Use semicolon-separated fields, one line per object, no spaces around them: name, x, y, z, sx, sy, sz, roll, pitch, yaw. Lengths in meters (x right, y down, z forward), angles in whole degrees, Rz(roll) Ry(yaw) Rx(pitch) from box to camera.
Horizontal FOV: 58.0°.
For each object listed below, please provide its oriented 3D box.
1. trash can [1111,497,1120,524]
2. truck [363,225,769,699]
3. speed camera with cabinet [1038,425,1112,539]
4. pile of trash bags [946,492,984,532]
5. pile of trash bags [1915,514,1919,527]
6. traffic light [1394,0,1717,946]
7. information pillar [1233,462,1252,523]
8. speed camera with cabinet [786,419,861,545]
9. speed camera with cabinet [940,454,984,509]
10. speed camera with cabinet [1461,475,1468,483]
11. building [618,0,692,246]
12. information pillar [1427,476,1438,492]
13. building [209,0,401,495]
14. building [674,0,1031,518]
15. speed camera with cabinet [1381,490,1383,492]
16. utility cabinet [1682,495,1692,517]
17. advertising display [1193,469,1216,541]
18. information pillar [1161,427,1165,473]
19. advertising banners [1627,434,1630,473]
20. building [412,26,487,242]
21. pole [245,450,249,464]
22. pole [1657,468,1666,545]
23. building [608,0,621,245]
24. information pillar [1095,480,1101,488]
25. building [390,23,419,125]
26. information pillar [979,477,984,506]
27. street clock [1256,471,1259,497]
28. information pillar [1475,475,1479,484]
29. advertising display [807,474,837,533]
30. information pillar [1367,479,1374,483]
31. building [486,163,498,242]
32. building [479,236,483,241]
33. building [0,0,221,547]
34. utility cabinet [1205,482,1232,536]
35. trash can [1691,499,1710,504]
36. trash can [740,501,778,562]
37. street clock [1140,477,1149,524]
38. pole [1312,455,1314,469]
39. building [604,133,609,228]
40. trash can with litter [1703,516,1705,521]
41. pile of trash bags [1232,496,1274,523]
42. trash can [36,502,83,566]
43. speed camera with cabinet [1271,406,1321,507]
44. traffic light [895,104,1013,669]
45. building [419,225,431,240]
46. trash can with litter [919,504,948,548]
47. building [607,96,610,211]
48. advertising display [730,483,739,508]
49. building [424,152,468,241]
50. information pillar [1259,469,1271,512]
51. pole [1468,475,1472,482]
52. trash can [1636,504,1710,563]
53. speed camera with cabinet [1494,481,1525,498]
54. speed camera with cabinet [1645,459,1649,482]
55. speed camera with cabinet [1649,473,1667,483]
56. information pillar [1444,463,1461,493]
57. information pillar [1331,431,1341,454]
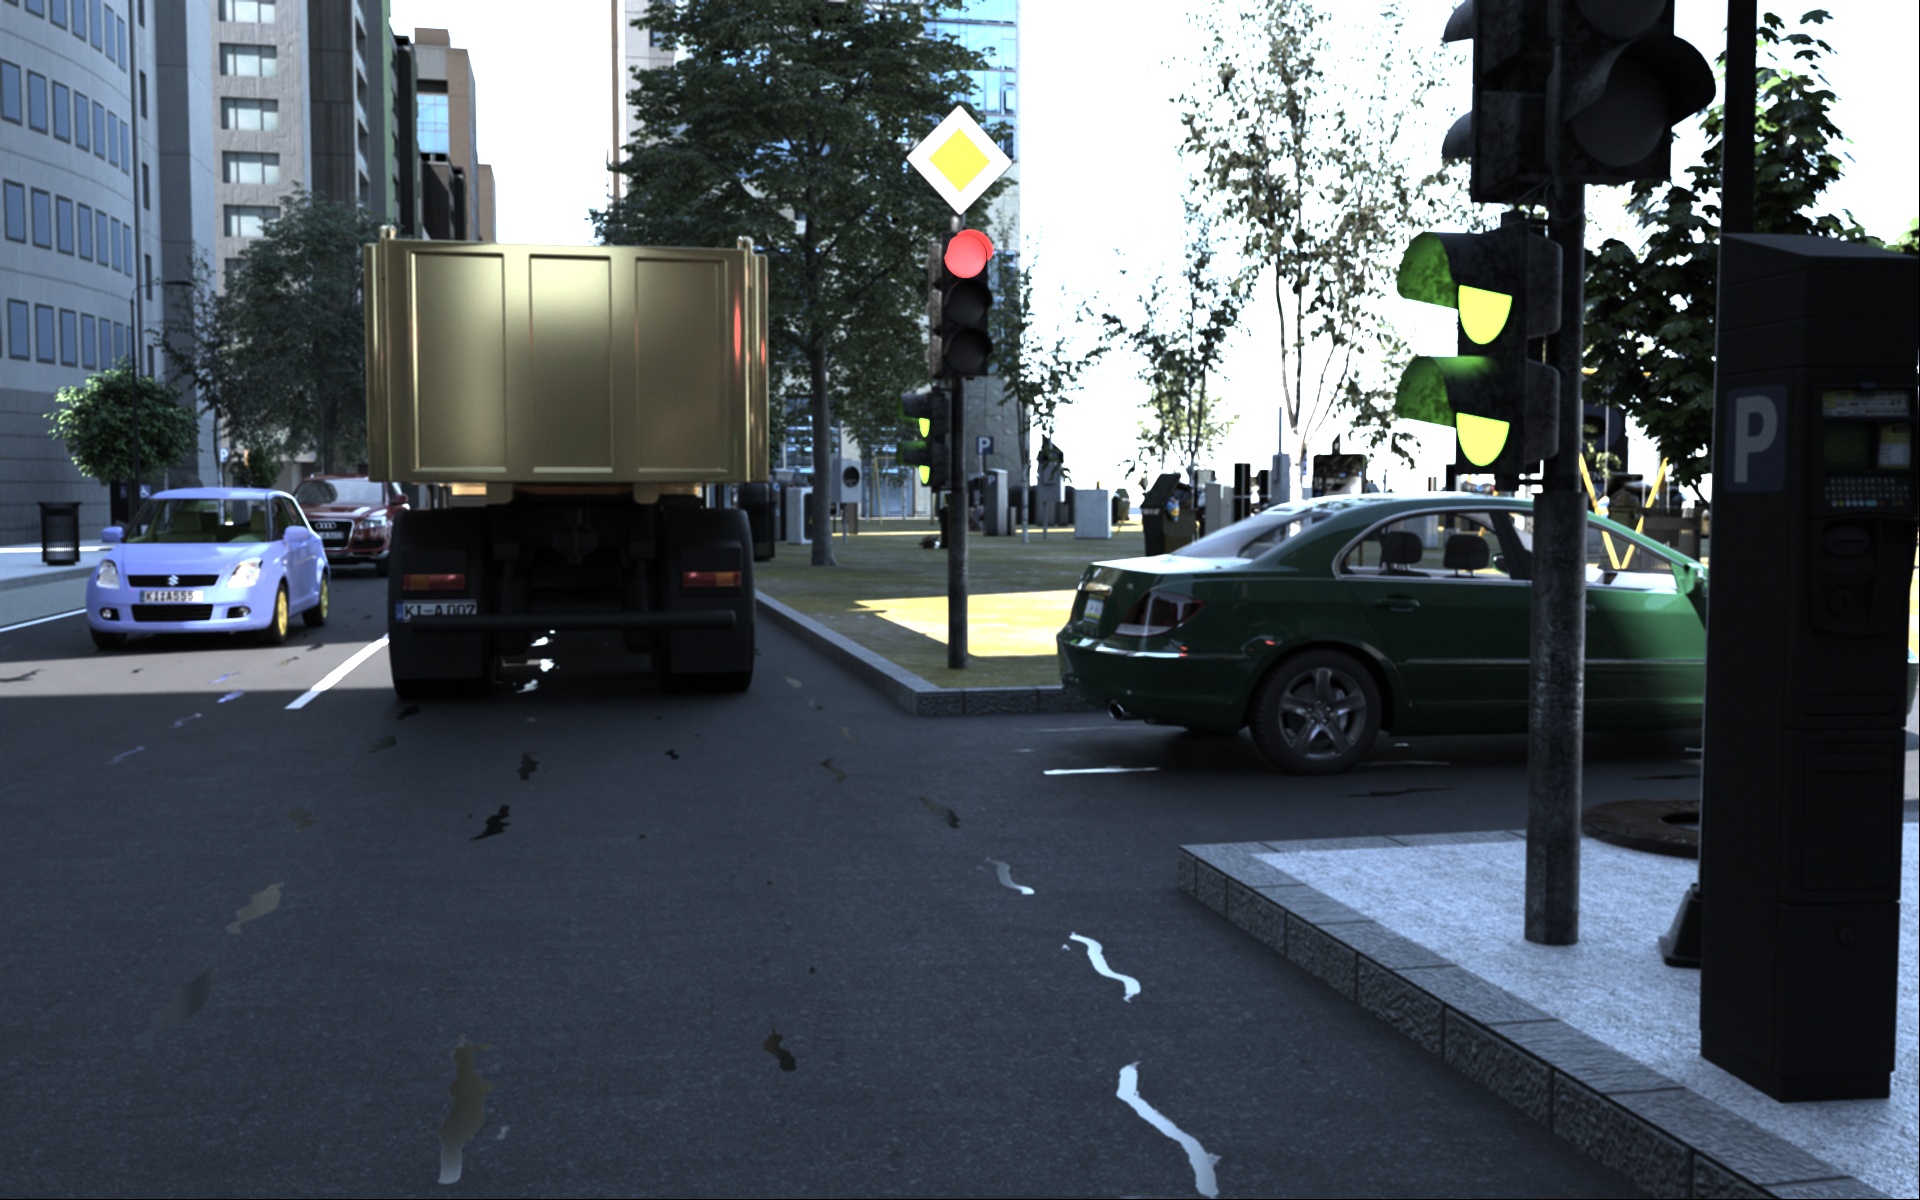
trash can;6.432;-3.801;73.793;0.748;1.137;0.748;0;3;0
truck;-3.524;-1.223;15.915;3.469;3.379;9.791;-1;4;-12
speed camera with cabinet;3.303;-3.387;49.719;2.038;3.252;0.660;1;4;15
pile of trash bags;0.344;-3.050;59.621;1.912;1.369;3.447;-2;4;-25
pile of trash bags;36.421;-3.498;66.945;3.447;1.369;1.912;-3;4;-38
traffic light;1.684;-0.976;4.872;0.839;4.253;0.868;-1;4;-12
information pillar;6.520;-2.173;40.024;0.304;2.012;0.304;-3;5;-40
speed camera with cabinet;-3.488;-3.066;44.467;2.038;3.252;0.660;-3;5;-43
speed camera with cabinet;0.176;-5.043;76.783;2.038;3.252;0.660;1;4;15
speed camera with cabinet;26.487;-6.042;93.129;2.038;3.252;0.660;-1;4;-21
building;-15.637;-36.202;133.904;21.231;58.520;28.212;-1;4;-12
information pillar;18.699;-3.921;68.593;0.304;2.012;0.304;-2;4;-28
building;-36.974;-24.768;88.559;14.154;41.232;14.086;-1;4;-12
building;-8.401;-48.423;104.381;22.319;86.520;31.000;-1;4;-12
speed camera with cabinet;15.280;-4.420;66.605;2.038;3.252;0.660;1;4;17
utility cabinet;32.686;-4.125;78.608;0.306;1.237;1.020;-1;4;-23
advertising display;6.318;-2.418;44.749;0.123;1.923;0.974;3;4;39
information pillar;7.089;-4.238;60.639;0.183;3.616;0.504;0;4;1
advertising banners;19.130;-3.249;49.309;0.090;3.025;2.074;1;4;12
building;-54.673;-31.801;170.061;14.600;45.320;14.200;-1;4;-12
pole;-32.912;-5.274;80.077;0.158;3.312;0.155;0;3;0
pole;16.129;-2.811;39.804;0.158;3.312;0.155;0;3;0
building;-24.034;-30.851;154.524;14.600;45.320;14.200;-1;4;-12
information pillar;7.250;-5.282;90.851;0.304;2.012;0.304;0;4;5
building;-39.847;-20.242;102.663;14.160;30.474;14.107;-1;4;-12
information pillar;1.059;-4.364;75.847;0.304;2.012;0.304;-3;4;-37
street clock;9.332;-2.992;53.496;0.358;2.002;0.471;2;4;32
information pillar;26.213;-5.897;87.769;0.183;3.616;0.504;2;4;31
advertising display;-4.520;-3.151;56.740;0.974;1.923;0.123;-1;4;-20
information pillar;19.767;-4.836;83.565;0.304;2.012;0.304;-2;4;-28
building;-67.872;-35.292;227.134;14.600;45.320;14.200;-1;4;-12
building;-58.164;-25.261;184.721;14.160;30.474;14.107;-1;4;-12
building;-34.658;-30.871;46.747;21.231;58.520;28.212;-1;4;-12
utility cabinet;4.756;-1.413;31.784;0.318;1.500;1.173;1;4;18
trash can;21.592;-2.359;50.225;0.748;1.137;0.748;0;3;0
trash can;-3.843;-1.311;33.083;0.748;1.137;0.748;0;3;0
street clock;7.960;-4.295;74.791;0.358;2.002;0.471;3;4;37
pole;18.313;-5.856;89.593;0.158;3.312;0.155;0;3;0
building;-31.516;-33.945;209.628;22.147;44.769;28.867;-1;4;-12
trash can with litter;36.181;-4.385;83.083;1.055;1.170;0.624;2;4;33
pile of trash bags;7.629;-2.216;45.981;1.912;1.369;3.447;1;4;16
trash can;-16.173;-1.192;31.136;0.748;1.137;0.748;0;3;0
speed camera with cabinet;7.485;-2.688;38.284;0.660;3.252;2.038;-1;4;-9
traffic light;-0.034;-1.453;12.670;0.839;4.253;0.868;-1;4;-12
building;-51.033;-16.967;122.457;27.650;21.520;28.899;-1;4;-12
trash can with litter;-0.458;-1.806;40.910;1.055;1.170;0.624;1;4;19
building;-26.241;-34.292;184.375;21.300;48.544;21.600;-1;4;-12
advertising display;-9.299;-4.170;73.401;0.974;1.923;0.123;-3;5;-44
building;-48.820;-22.842;145.172;14.160;30.474;14.107;-1;4;-12
information pillar;8.863;-2.804;50.345;0.304;2.012;0.304;2;4;25
pole;26.731;-5.933;90.840;0.158;3.312;0.155;0;3;0
trash can;7.903;-0.465;19.255;0.748;1.137;0.748;0;3;0
speed camera with cabinet;20.127;-4.217;63.287;0.660;3.252;2.038;0;4;-1
speed camera with cabinet;37.533;-6.137;94.681;0.660;3.252;2.038;3;5;40
speed camera with cabinet;30.151;-4.893;74.331;0.660;3.252;2.038;2;4;27
information pillar;11.771;-2.257;41.390;0.304;2.012;0.304;3;4;38
information pillar;14.061;-4.491;64.785;0.183;3.616;0.504;-2;4;-27
